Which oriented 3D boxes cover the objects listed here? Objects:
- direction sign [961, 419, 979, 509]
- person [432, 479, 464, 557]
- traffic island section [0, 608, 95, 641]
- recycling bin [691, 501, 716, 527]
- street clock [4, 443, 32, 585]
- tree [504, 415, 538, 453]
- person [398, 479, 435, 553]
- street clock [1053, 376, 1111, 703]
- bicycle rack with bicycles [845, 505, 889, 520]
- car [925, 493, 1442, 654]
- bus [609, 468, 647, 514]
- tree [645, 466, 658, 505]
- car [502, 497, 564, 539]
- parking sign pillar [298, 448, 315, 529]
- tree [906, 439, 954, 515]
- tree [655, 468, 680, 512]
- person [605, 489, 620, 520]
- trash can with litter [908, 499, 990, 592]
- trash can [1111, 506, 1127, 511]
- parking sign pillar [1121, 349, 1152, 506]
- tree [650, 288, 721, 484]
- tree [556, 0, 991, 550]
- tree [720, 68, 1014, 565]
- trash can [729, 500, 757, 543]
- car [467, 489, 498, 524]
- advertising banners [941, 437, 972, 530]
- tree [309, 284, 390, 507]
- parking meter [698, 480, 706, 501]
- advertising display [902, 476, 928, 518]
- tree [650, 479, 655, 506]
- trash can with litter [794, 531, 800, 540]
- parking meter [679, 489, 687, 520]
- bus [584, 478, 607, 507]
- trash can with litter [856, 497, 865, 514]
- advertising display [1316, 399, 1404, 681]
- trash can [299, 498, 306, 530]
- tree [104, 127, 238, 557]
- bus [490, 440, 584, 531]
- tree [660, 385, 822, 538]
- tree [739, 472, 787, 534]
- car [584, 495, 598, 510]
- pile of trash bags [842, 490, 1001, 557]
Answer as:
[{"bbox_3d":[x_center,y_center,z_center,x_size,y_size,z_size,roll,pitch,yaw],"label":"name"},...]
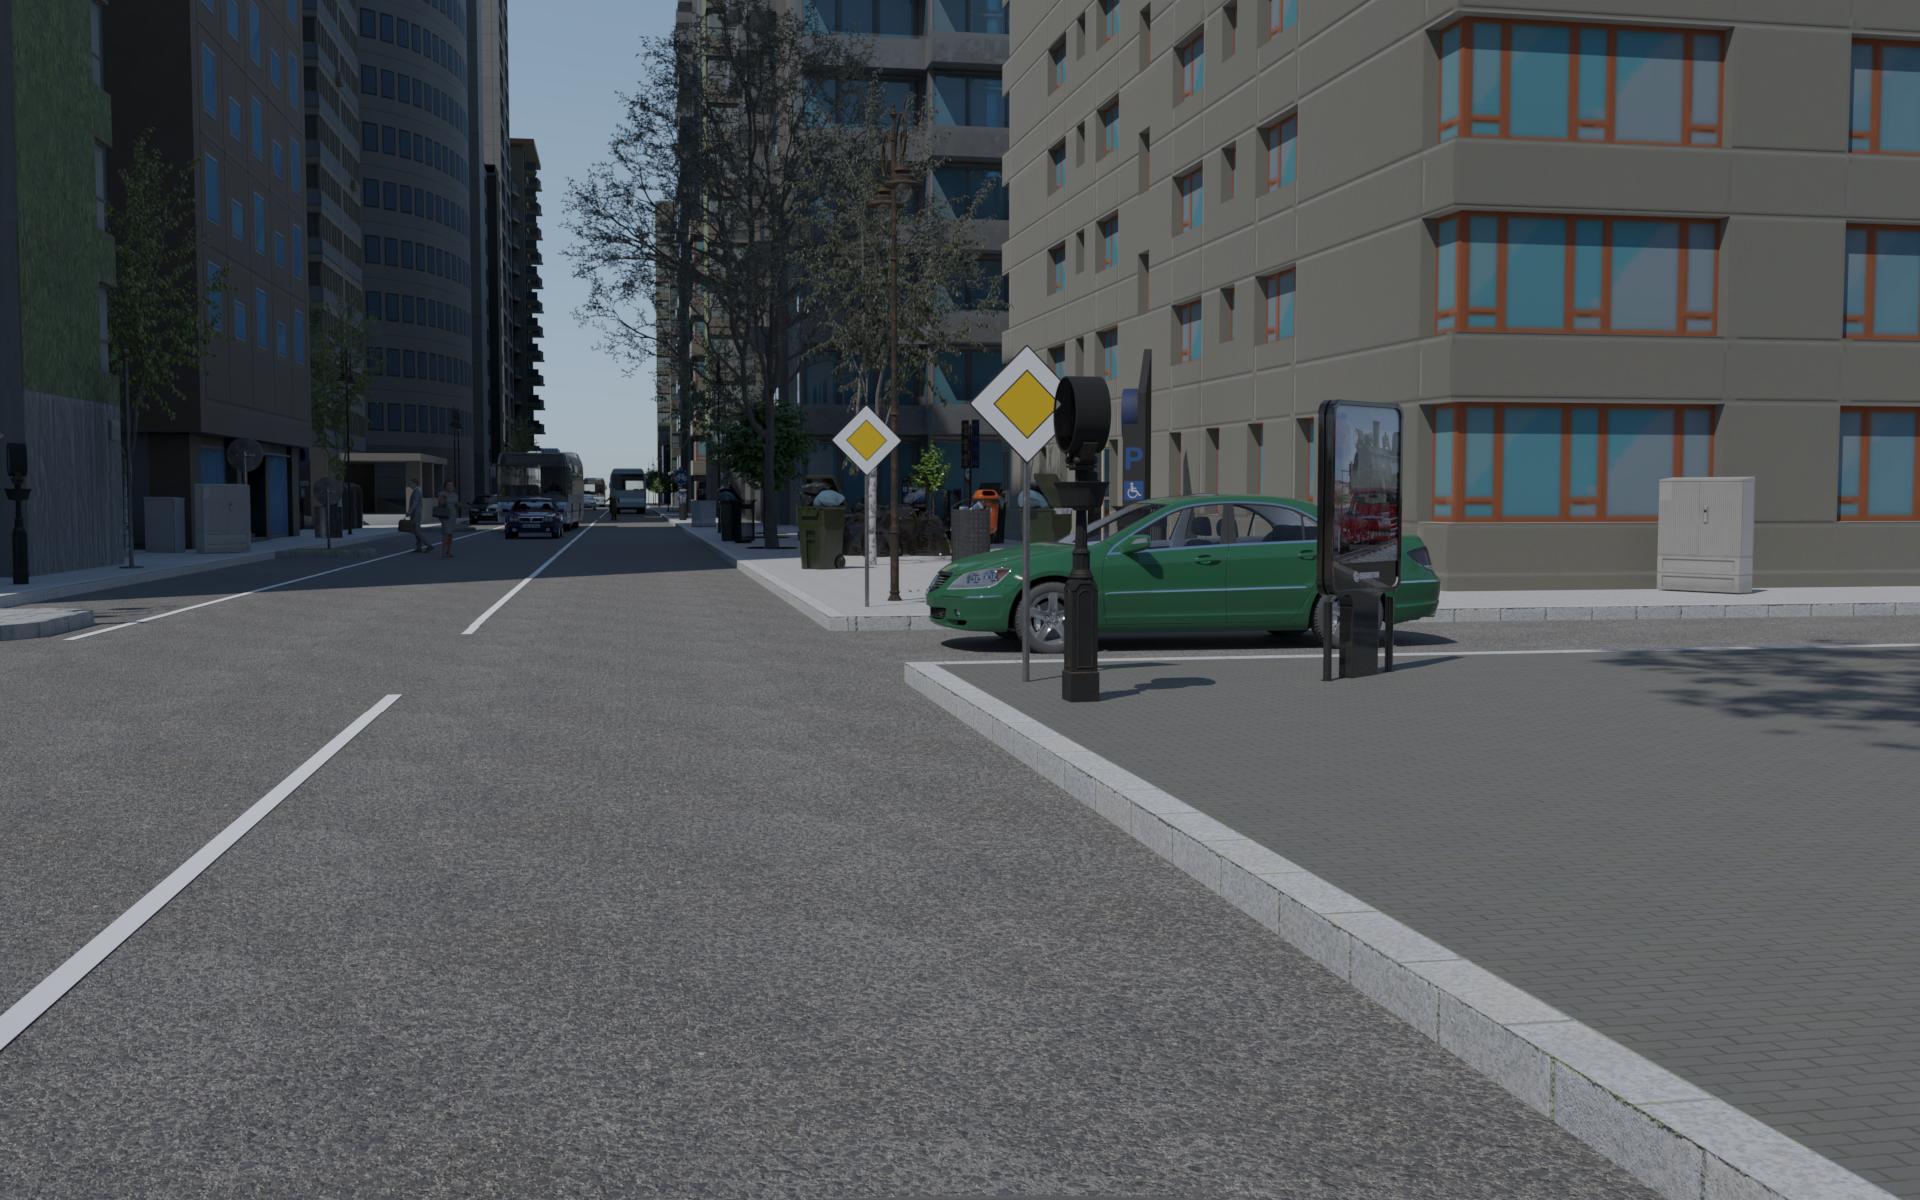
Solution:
[{"bbox_3d":[0.314,-3.724,52.882,0.379,3.537,0.876,-3,4,-37],"label":"direction sign"},{"bbox_3d":[-11.656,-1.867,39.391,0.532,1.782,0.716,3,5,40],"label":"person"},{"bbox_3d":[-10.310,0.266,17.926,2.009,0.180,2.903,-1,4,-11],"label":"traffic island section"},{"bbox_3d":[-9.983,-3.356,67.429,0.722,1.027,0.722,-3,4,-39],"label":"recycling bin"},{"bbox_3d":[-13.358,-1.224,24.577,0.358,2.002,0.471,-2,4,-33],"label":"street clock"},{"bbox_3d":[-40.446,-12.717,158.286,4.737,8.622,4.395,0,3,0],"label":"tree"},{"bbox_3d":[-13.297,-2.060,42.305,0.853,1.813,0.709,-1,4,-19],"label":"person"},{"bbox_3d":[0.749,-0.375,10.703,0.358,2.002,0.471,-1,4,-14],"label":"street clock"},{"bbox_3d":[-3.152,-2.659,56.862,2.925,0.926,2.852,3,5,43],"label":"bicycle rack with bicycles"},{"bbox_3d":[2.109,-0.293,16.596,4.920,1.459,2.131,-1,4,-10],"label":"car"},{"bbox_3d":[-24.932,-8.272,130.108,2.948,3.499,13.247,-1,4,-11],"label":"bus"},{"bbox_3d":[-35.112,-13.166,198.969,4.285,4.588,4.351,0,3,0],"label":"tree"},{"bbox_3d":[-13.933,-2.698,56.689,1.945,1.354,3.894,-1,4,-11],"label":"car"},{"bbox_3d":[-24.281,-4.585,63.432,1.447,3.967,1.447,0,4,5],"label":"parking sign pillar"},{"bbox_3d":[-1.081,-4.086,61.409,1.663,3.219,1.824,0,3,0],"label":"tree"},{"bbox_3d":[-21.178,-8.085,126.784,1.663,3.219,1.824,0,3,0],"label":"tree"},{"bbox_3d":[-19.090,-5.253,95.109,0.721,1.736,1.217,2,4,28],"label":"person"},{"bbox_3d":[0.514,-0.732,23.021,2.233,1.210,1.678,1,4,9],"label":"trash can with litter"},{"bbox_3d":[2.208,-0.574,21.036,0.748,1.137,0.748,0,3,0],"label":"trash can"},{"bbox_3d":[3.237,-2.642,31.663,1.447,3.967,1.447,1,4,11],"label":"parking sign pillar"},{"bbox_3d":[-8.580,-6.752,60.750,4.360,8.622,3.978,0,3,0],"label":"tree"},{"bbox_3d":[-4.556,-7.936,40.123,12.009,13.543,11.850,0,3,0],"label":"tree"},{"bbox_3d":[-1.392,-4.940,31.137,4.360,8.622,3.978,0,3,0],"label":"tree"},{"bbox_3d":[-5.669,-2.057,45.283,0.748,1.137,0.748,0,3,0],"label":"trash can"},{"bbox_3d":[-22.665,-4.501,83.376,2.009,1.686,4.222,-1,4,-12],"label":"car"},{"bbox_3d":[-0.100,-3.563,54.446,0.090,3.025,2.074,-2,4,-27],"label":"advertising banners"},{"bbox_3d":[-21.770,-6.701,59.917,4.737,8.622,4.395,0,3,0],"label":"tree"},{"bbox_3d":[-10.712,-4.057,72.037,0.255,1.863,0.399,0,4,5],"label":"parking meter"},{"bbox_3d":[-1.658,-3.564,63.481,0.974,1.923,0.123,1,4,22],"label":"advertising display"},{"bbox_3d":[-33.305,-11.962,190.185,1.663,3.219,1.824,0,3,0],"label":"tree"},{"bbox_3d":[-4.071,-2.239,47.987,1.055,1.170,0.624,0,4,-3],"label":"trash can with litter"},{"bbox_3d":[-13.535,-4.660,84.596,0.372,1.533,0.369,0,3,0],"label":"parking meter"},{"bbox_3d":[-40.169,-11.926,189.849,2.948,3.499,13.247,-1,4,-11],"label":"bus"},{"bbox_3d":[-3.274,-3.189,63.534,0.624,1.170,1.055,2,4,35],"label":"trash can with litter"},{"bbox_3d":[2.808,-0.424,12.146,0.123,1.923,0.974,3,5,43],"label":"advertising display"},{"bbox_3d":[-23.744,-3.069,61.833,0.748,1.137,0.748,0,3,0],"label":"trash can"},{"bbox_3d":[-17.049,-5.203,35.434,4.737,8.622,4.395,0,3,0],"label":"tree"},{"bbox_3d":[-16.768,-4.576,69.684,2.948,3.499,13.247,-1,4,-9],"label":"bus"},{"bbox_3d":[-5.641,-4.093,50.641,4.285,4.588,4.351,0,3,0],"label":"tree"},{"bbox_3d":[-6.034,-3.745,55.829,1.663,3.219,1.824,0,3,0],"label":"tree"},{"bbox_3d":[-33.234,-8.646,153.716,2.083,1.381,4.827,-1,4,-12],"label":"car"},{"bbox_3d":[-0.765,-1.628,36.363,3.447,1.369,1.912,-1,4,-22],"label":"pile of trash bags"}]
